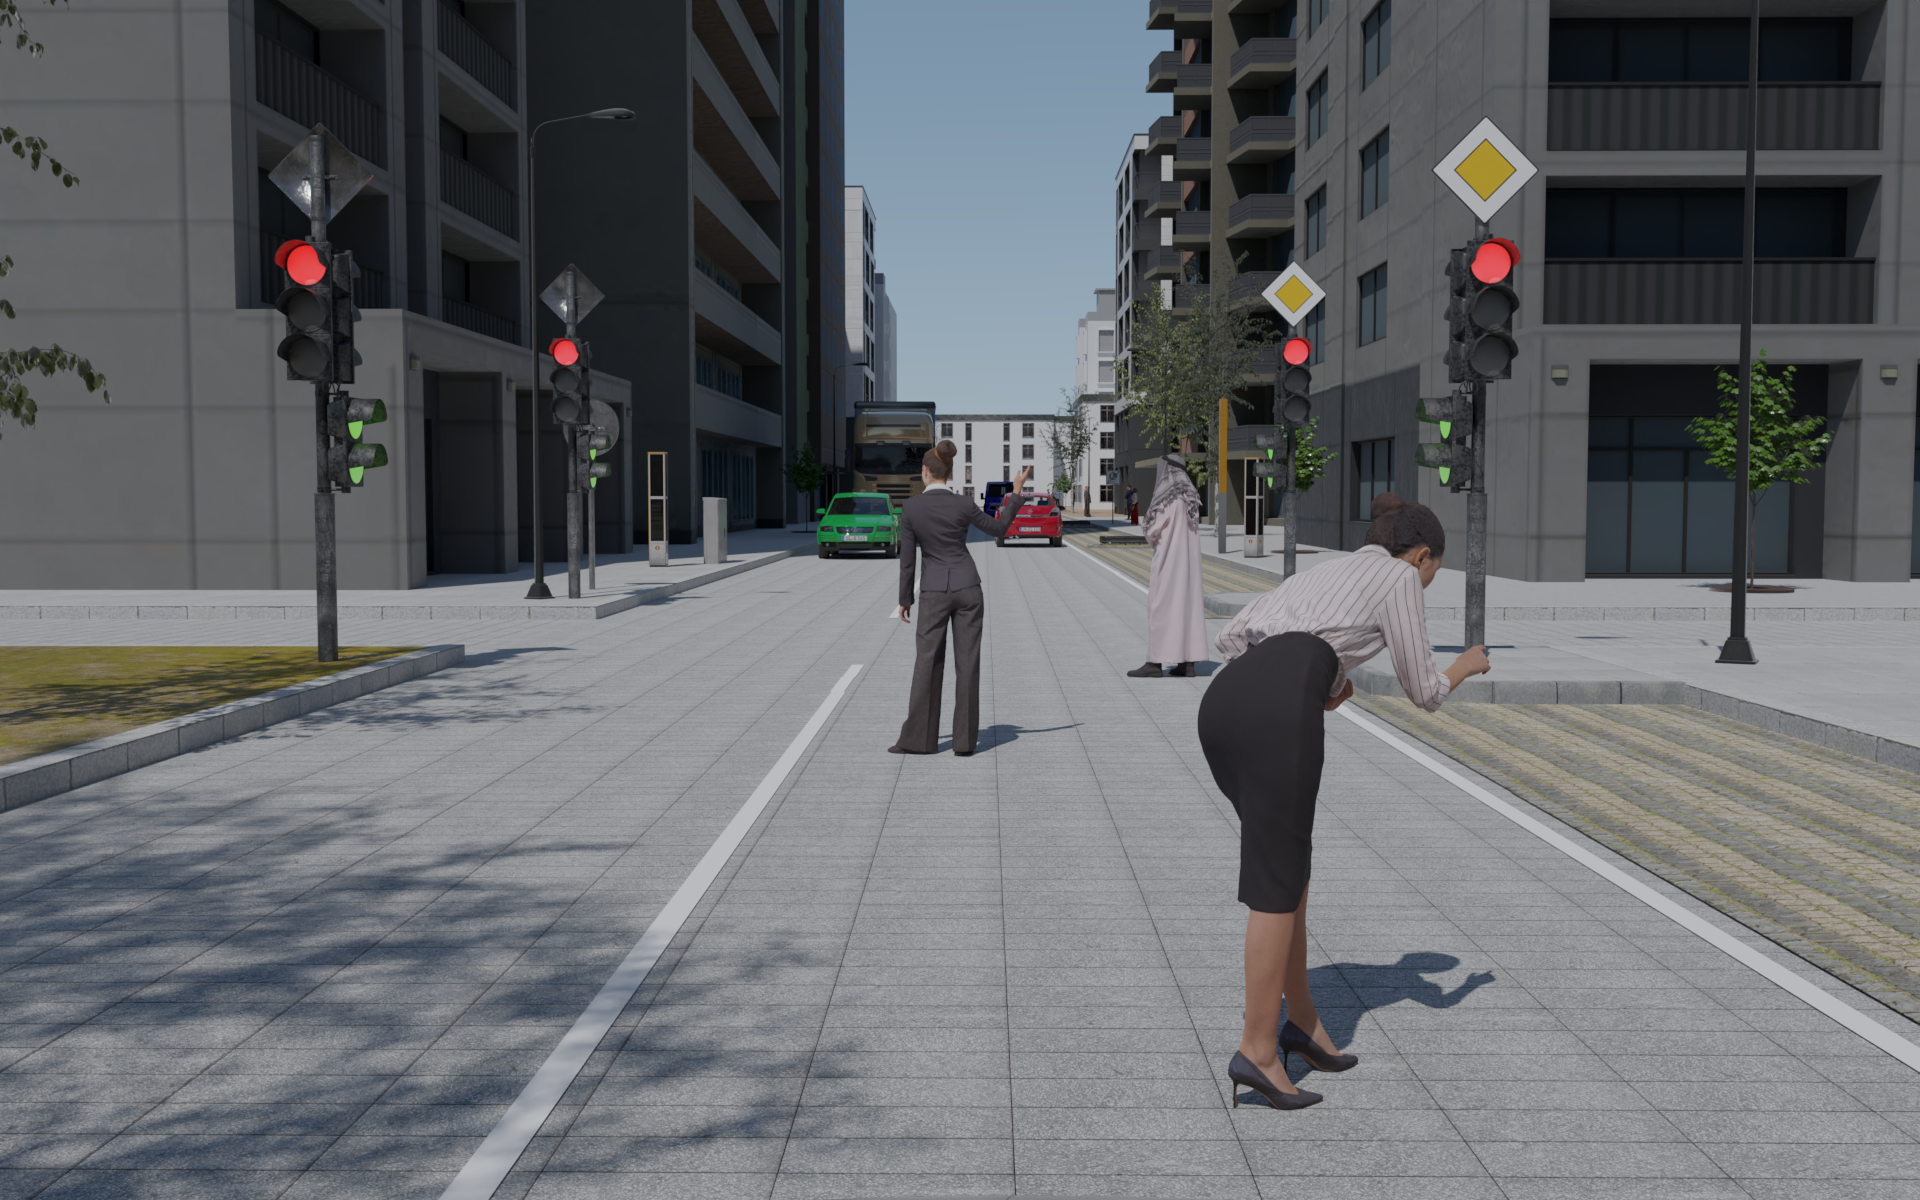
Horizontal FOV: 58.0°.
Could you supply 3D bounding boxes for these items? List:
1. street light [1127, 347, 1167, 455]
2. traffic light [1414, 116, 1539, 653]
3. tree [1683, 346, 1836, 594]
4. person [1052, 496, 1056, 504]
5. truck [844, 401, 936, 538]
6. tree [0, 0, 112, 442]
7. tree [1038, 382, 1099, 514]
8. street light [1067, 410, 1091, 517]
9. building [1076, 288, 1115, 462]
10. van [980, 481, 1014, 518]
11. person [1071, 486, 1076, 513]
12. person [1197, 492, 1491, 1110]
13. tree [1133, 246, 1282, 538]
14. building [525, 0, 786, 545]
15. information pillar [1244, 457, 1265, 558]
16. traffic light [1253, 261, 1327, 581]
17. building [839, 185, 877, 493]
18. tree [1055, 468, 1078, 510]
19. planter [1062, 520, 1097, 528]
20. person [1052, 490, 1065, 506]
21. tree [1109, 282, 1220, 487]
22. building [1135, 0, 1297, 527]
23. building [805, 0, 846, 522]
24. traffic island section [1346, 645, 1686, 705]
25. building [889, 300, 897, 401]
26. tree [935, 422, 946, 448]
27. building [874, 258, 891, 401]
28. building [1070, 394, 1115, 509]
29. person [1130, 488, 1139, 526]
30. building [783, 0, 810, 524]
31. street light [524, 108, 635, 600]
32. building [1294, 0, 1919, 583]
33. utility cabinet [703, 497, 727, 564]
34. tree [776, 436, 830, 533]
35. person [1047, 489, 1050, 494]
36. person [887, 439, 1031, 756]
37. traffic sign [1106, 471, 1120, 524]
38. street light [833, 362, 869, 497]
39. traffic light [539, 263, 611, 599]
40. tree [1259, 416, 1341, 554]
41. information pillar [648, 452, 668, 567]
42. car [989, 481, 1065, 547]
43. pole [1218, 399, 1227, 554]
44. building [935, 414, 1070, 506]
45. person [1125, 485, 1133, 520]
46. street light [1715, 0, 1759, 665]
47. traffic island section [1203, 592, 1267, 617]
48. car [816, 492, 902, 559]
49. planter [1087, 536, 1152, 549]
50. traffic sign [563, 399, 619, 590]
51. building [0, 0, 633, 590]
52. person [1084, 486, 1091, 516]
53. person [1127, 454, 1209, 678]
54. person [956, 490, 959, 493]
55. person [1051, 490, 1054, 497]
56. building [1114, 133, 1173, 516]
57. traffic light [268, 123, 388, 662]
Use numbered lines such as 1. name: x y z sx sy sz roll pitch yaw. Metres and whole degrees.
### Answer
1. street light: 5.984 -5.044 55.014 1.470 5.913 1.316 0 4 1
2. traffic light: 3.892 -1.476 13.056 0.839 4.253 0.868 0 4 1
3. tree: 10.539 -1.715 22.643 1.663 3.219 1.824 0 3 0
4. person: 3.442 -3.241 65.405 0.340 1.345 0.435 2 4 24
5. truck: -2.007 -4.019 54.627 2.839 4.237 11.283 0 4 -1
6. tree: -5.873 -3.544 8.309 4.360 8.622 3.978 0 3 0
7. tree: 7.315 -10.000 113.869 4.360 8.622 3.978 0 3 0
8. street light: 6.586 -7.530 95.650 1.470 5.913 1.316 0 4 1
9. building: 19.116 -18.854 164.679 16.016 20.091 11.380 0 4 1
10. van: 2.125 -4.980 85.810 2.240 2.365 5.245 0 4 1
11. person: 7.798 -6.933 119.030 0.705 1.869 1.348 0 4 -1
12. person: 0.925 0.458 4.200 0.628 1.438 0.799 1 4 22
13. tree: 7.333 -6.140 50.760 4.360 8.622 3.978 0 3 0
14. building: -17.320 -26.263 53.104 21.300 48.544 21.600 0 4 1
15. information pillar: 5.904 -1.851 34.761 0.304 2.012 0.304 2 4 35
16. traffic light: 4.006 -1.965 21.041 0.839 4.253 0.868 0 4 1
17. building: -20.390 -16.454 112.998 27.936 21.610 32.646 0 4 1
18. tree: 7.745 -8.204 128.738 1.663 3.219 1.824 0 3 0
19. planter: 4.784 -3.206 73.557 1.991 0.319 1.994 0 4 1
20. person: 8.231 -8.565 146.072 1.348 1.826 0.705 2 4 24
21. tree: 7.276 -6.680 59.585 4.737 8.622 4.395 0 3 0
22. building: 19.993 -25.904 78.162 22.147 44.769 28.867 0 4 1
23. building: -13.139 -26.606 85.115 14.600 45.320 14.200 0 4 1
24. traffic island section: 3.932 0.557 13.170 2.009 0.180 2.903 0 4 1
25. building: -22.075 -18.118 162.694 31.486 18.905 16.747 0 4 1
26. tree: -3.210 -13.621 173.067 4.360 8.622 3.978 0 3 0
27. building: -13.468 -17.035 134.936 16.016 20.091 11.380 0 4 1
28. building: 14.719 -12.428 145.351 9.099 9.664 28.070 0 4 1
29. person: 7.063 -3.770 70.142 0.387 1.526 0.523 0 4 2
30. building: -13.976 -23.703 71.133 14.154 41.232 14.086 0 4 1
31. street light: -4.614 -2.966 21.038 1.470 5.913 1.316 0 4 1
32. building: 18.732 -36.379 33.055 20.611 71.187 20.563 0 4 1
33. utility cabinet: -4.547 -1.290 32.248 0.306 1.237 1.020 0 4 1
34. tree: -5.012 -3.839 57.368 1.663 3.219 1.824 0 3 0
35. person: 7.777 -9.062 154.721 0.721 1.766 1.217 1 4 10
36. person: 0.006 -0.019 9.607 0.742 1.727 0.445 -2 4 -33
37. traffic sign: 6.621 -4.458 75.012 0.606 2.300 0.079 0 4 2
38. street light: -3.903 -5.426 61.252 1.470 5.913 1.316 0 4 1
39. traffic light: -4.715 -1.971 21.148 0.839 4.253 0.868 0 4 1
40. tree: 7.235 -2.632 37.641 1.663 3.219 1.824 0 3 0
41. information pillar: -5.306 -1.587 30.445 0.304 2.012 0.304 0 4 -2
42. car: 1.871 -2.384 48.012 2.155 1.783 4.494 0 4 0
43. pole: 5.647 -2.653 37.227 0.158 3.312 0.155 0 3 0
44. building: 9.924 -14.958 186.707 28.070 9.664 9.099 0 4 1
45. person: 8.334 -4.814 85.454 0.504 1.737 0.576 2 4 35
46. street light: 5.375 -2.476 13.022 1.470 5.913 1.316 0 4 1
47. traffic island section: 4.045 0.069 21.154 2.009 0.180 2.903 0 4 1
48. car: -2.264 -1.897 39.817 1.959 1.807 4.718 0 4 1
49. planter: 4.392 -1.527 46.108 1.991 0.319 1.994 0 4 1
50. traffic sign: -4.947 -1.414 23.219 0.768 2.556 0.104 0 4 3
51. building: -17.417 -36.275 31.346 20.563 71.187 20.611 0 4 1
52. person: 7.400 -5.727 100.225 0.434 1.755 0.990 2 4 26
53. person: 1.656 -0.271 13.602 0.621 1.740 0.551 1 4 20
54. person: -0.174 -7.322 128.899 1.217 1.739 0.721 0 4 -7
55. person: 9.184 -10.093 171.983 0.530 1.710 0.541 0 4 3
56. building: 24.009 -16.549 114.549 27.936 21.610 32.646 0 4 1
57. traffic light: -4.829 -1.483 13.164 0.839 4.253 0.868 0 4 1
